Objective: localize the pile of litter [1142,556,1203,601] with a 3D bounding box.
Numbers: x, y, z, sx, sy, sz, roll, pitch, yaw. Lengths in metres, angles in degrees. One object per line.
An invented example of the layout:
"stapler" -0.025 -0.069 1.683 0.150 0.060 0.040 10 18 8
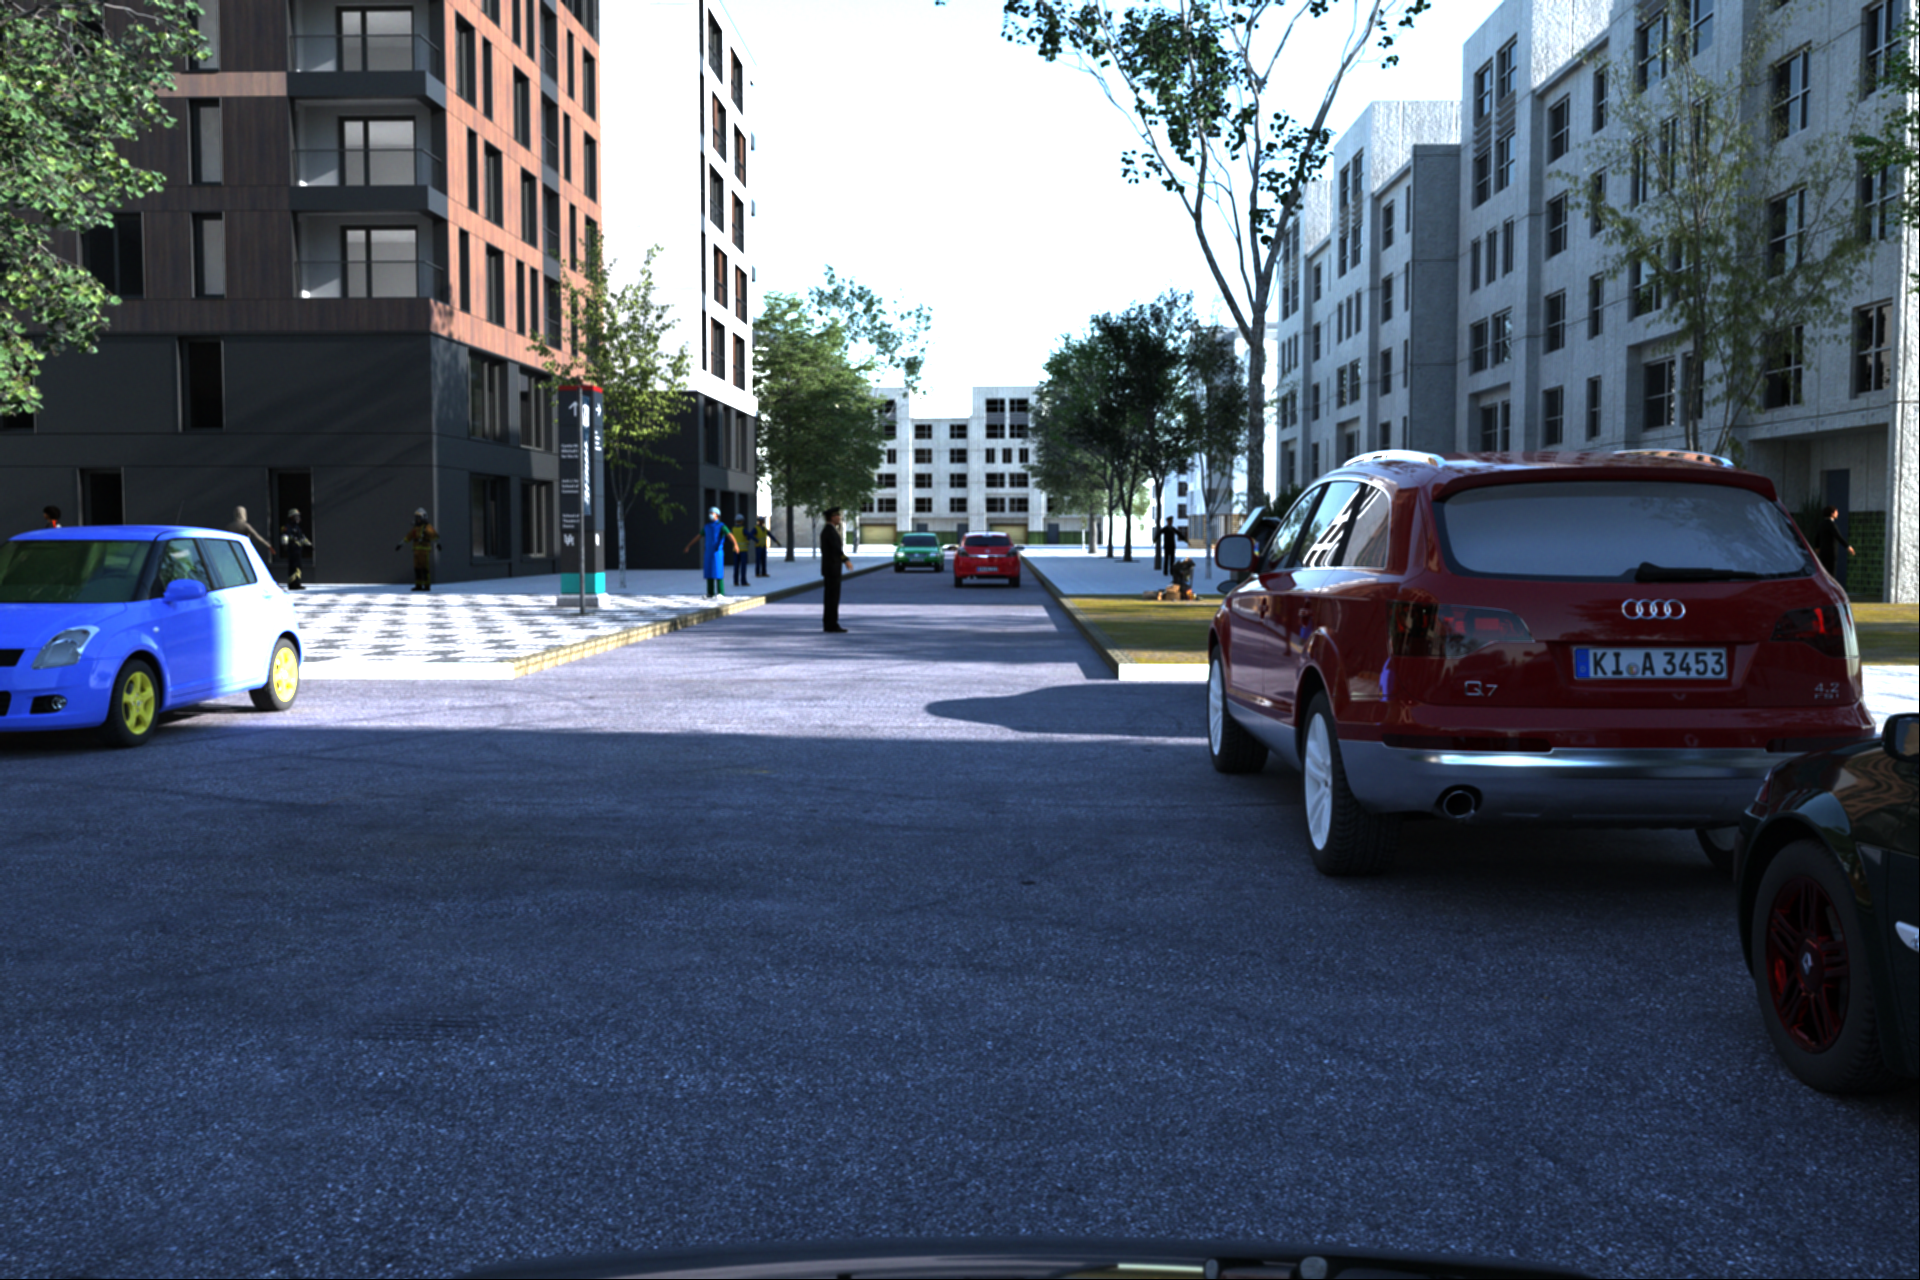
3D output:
"pile of litter" 4.136 -1.215 33.824 1.176 0.858 1.719 0 4 1

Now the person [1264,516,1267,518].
"person" 7.018 -2.049 40.308 0.721 1.733 1.217 2 4 27

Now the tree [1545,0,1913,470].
"tree" 9.380 -4.409 22.447 4.360 8.622 3.978 0 3 0

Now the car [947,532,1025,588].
"car" 0.727 -2.376 47.890 2.155 1.783 4.494 0 3 0

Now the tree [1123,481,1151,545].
"tree" 22.055 -15.790 208.528 4.360 8.622 3.978 0 3 0

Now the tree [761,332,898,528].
"tree" -7.308 -10.974 97.554 7.486 12.596 7.792 0 3 0

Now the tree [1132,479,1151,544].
"tree" 22.487 -16.124 213.991 4.737 8.622 4.395 0 3 0

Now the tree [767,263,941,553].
"tree" -7.203 -16.177 120.381 12.611 20.169 13.585 0 3 0

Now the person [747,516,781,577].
"person" -5.945 -2.810 51.920 0.705 1.833 1.349 3 5 42

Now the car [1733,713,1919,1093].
"car" 3.014 0.401 3.239 2.009 1.686 4.222 0 4 1

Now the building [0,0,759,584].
"building" -23.349 -13.216 60.063 27.936 21.610 32.646 0 4 2

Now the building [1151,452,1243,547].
"building" 24.768 -14.137 173.290 9.099 9.664 28.070 0 4 1

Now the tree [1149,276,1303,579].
"tree" 7.040 -6.081 49.792 4.360 8.622 3.978 0 3 0

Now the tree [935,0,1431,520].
"tree" 5.182 -11.157 38.308 12.611 20.169 13.585 0 3 0

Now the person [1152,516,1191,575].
"person" 6.512 -2.920 53.681 1.347 1.837 0.705 -1 4 -21

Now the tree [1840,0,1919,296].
"tree" 16.718 -6.021 24.195 9.928 11.665 9.643 0 3 0

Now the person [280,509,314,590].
"person" -15.297 -2.085 39.876 0.705 1.856 1.354 0 4 6

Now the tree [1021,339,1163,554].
"tree" 8.601 -12.555 111.924 9.857 13.997 8.962 0 3 0

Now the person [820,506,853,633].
"person" -1.843 -1.036 25.328 0.705 1.837 1.347 -1 4 -19

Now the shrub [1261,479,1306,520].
"shrub" 4.562 -1.163 23.434 1.690 2.028 1.600 0 3 0

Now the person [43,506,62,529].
"person" -17.477 -1.660 33.284 0.704 1.843 1.345 -1 4 -8

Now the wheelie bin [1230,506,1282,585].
"wheelie bin" 3.470 -0.745 20.094 0.693 1.594 0.980 0 4 0

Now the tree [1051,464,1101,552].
"tree" 8.945 -10.522 122.396 4.360 8.622 3.978 0 3 0

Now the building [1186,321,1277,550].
"building" 25.493 -18.236 154.577 16.016 20.090 11.380 0 4 1

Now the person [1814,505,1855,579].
"person" 16.039 -1.573 31.905 0.705 1.806 1.347 0 4 1

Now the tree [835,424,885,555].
"tree" -7.406 -9.588 107.118 4.360 8.622 3.978 0 3 0

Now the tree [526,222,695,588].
"tree" -8.064 -5.541 40.961 4.737 8.622 4.395 0 3 0

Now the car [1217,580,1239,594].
"car" 3.179 -0.133 14.179 2.014 1.417 4.499 0 4 1

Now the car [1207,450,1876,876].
"car" 2.522 -0.007 8.793 2.281 1.827 5.304 0 4 1

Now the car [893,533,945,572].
"car" -1.545 -3.511 66.207 1.959 1.807 4.718 0 4 1

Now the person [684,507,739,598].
"person" -4.931 -1.743 34.627 1.347 1.817 0.704 2 4 30

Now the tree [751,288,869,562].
"tree" -8.098 -9.962 81.000 7.486 12.596 7.792 0 3 0

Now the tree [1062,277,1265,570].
"tree" 7.376 -7.809 62.097 7.601 10.594 8.767 -3 5 -43

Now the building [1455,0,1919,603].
"building" 26.063 -11.046 47.059 16.747 18.905 31.486 0 4 2

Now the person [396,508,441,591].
"person" -12.140 -2.032 38.991 1.354 1.858 0.705 2 4 28

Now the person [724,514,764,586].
"person" -5.421 -2.237 43.032 1.216 1.772 0.721 2 4 25

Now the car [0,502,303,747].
"car" -6.324 -0.194 12.767 1.945 1.707 3.694 0 4 2

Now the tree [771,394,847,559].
"tree" -7.386 -8.503 89.392 4.360 8.622 3.978 0 3 0

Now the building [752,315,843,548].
"building" -21.490 -20.688 169.176 19.493 23.208 18.063 0 4 1

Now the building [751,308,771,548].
"building" -22.491 -17.628 144.632 16.016 20.090 11.380 0 4 1

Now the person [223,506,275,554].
"person" -13.832 -1.666 33.368 1.348 1.813 0.705 1 4 16

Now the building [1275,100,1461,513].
"building" 25.358 -13.013 79.214 16.747 18.905 31.486 0 4 1

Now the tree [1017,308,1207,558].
"tree" 8.241 -11.183 93.215 12.009 13.543 11.850 0 3 0

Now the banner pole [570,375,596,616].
"banner pole" -5.979 -2.298 27.586 0.401 3.779 0.863 0 4 2

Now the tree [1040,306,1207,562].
"tree" 7.642 -9.403 79.493 9.928 11.665 9.643 0 3 0

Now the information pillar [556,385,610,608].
"information pillar" -6.661 -2.516 30.514 0.750 3.857 0.750 0 4 3

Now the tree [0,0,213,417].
"tree" -11.792 -6.666 15.639 9.857 13.997 8.962 0 3 0

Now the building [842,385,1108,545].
"building" 2.275 -21.063 213.287 31.486 18.905 16.747 0 4 6
